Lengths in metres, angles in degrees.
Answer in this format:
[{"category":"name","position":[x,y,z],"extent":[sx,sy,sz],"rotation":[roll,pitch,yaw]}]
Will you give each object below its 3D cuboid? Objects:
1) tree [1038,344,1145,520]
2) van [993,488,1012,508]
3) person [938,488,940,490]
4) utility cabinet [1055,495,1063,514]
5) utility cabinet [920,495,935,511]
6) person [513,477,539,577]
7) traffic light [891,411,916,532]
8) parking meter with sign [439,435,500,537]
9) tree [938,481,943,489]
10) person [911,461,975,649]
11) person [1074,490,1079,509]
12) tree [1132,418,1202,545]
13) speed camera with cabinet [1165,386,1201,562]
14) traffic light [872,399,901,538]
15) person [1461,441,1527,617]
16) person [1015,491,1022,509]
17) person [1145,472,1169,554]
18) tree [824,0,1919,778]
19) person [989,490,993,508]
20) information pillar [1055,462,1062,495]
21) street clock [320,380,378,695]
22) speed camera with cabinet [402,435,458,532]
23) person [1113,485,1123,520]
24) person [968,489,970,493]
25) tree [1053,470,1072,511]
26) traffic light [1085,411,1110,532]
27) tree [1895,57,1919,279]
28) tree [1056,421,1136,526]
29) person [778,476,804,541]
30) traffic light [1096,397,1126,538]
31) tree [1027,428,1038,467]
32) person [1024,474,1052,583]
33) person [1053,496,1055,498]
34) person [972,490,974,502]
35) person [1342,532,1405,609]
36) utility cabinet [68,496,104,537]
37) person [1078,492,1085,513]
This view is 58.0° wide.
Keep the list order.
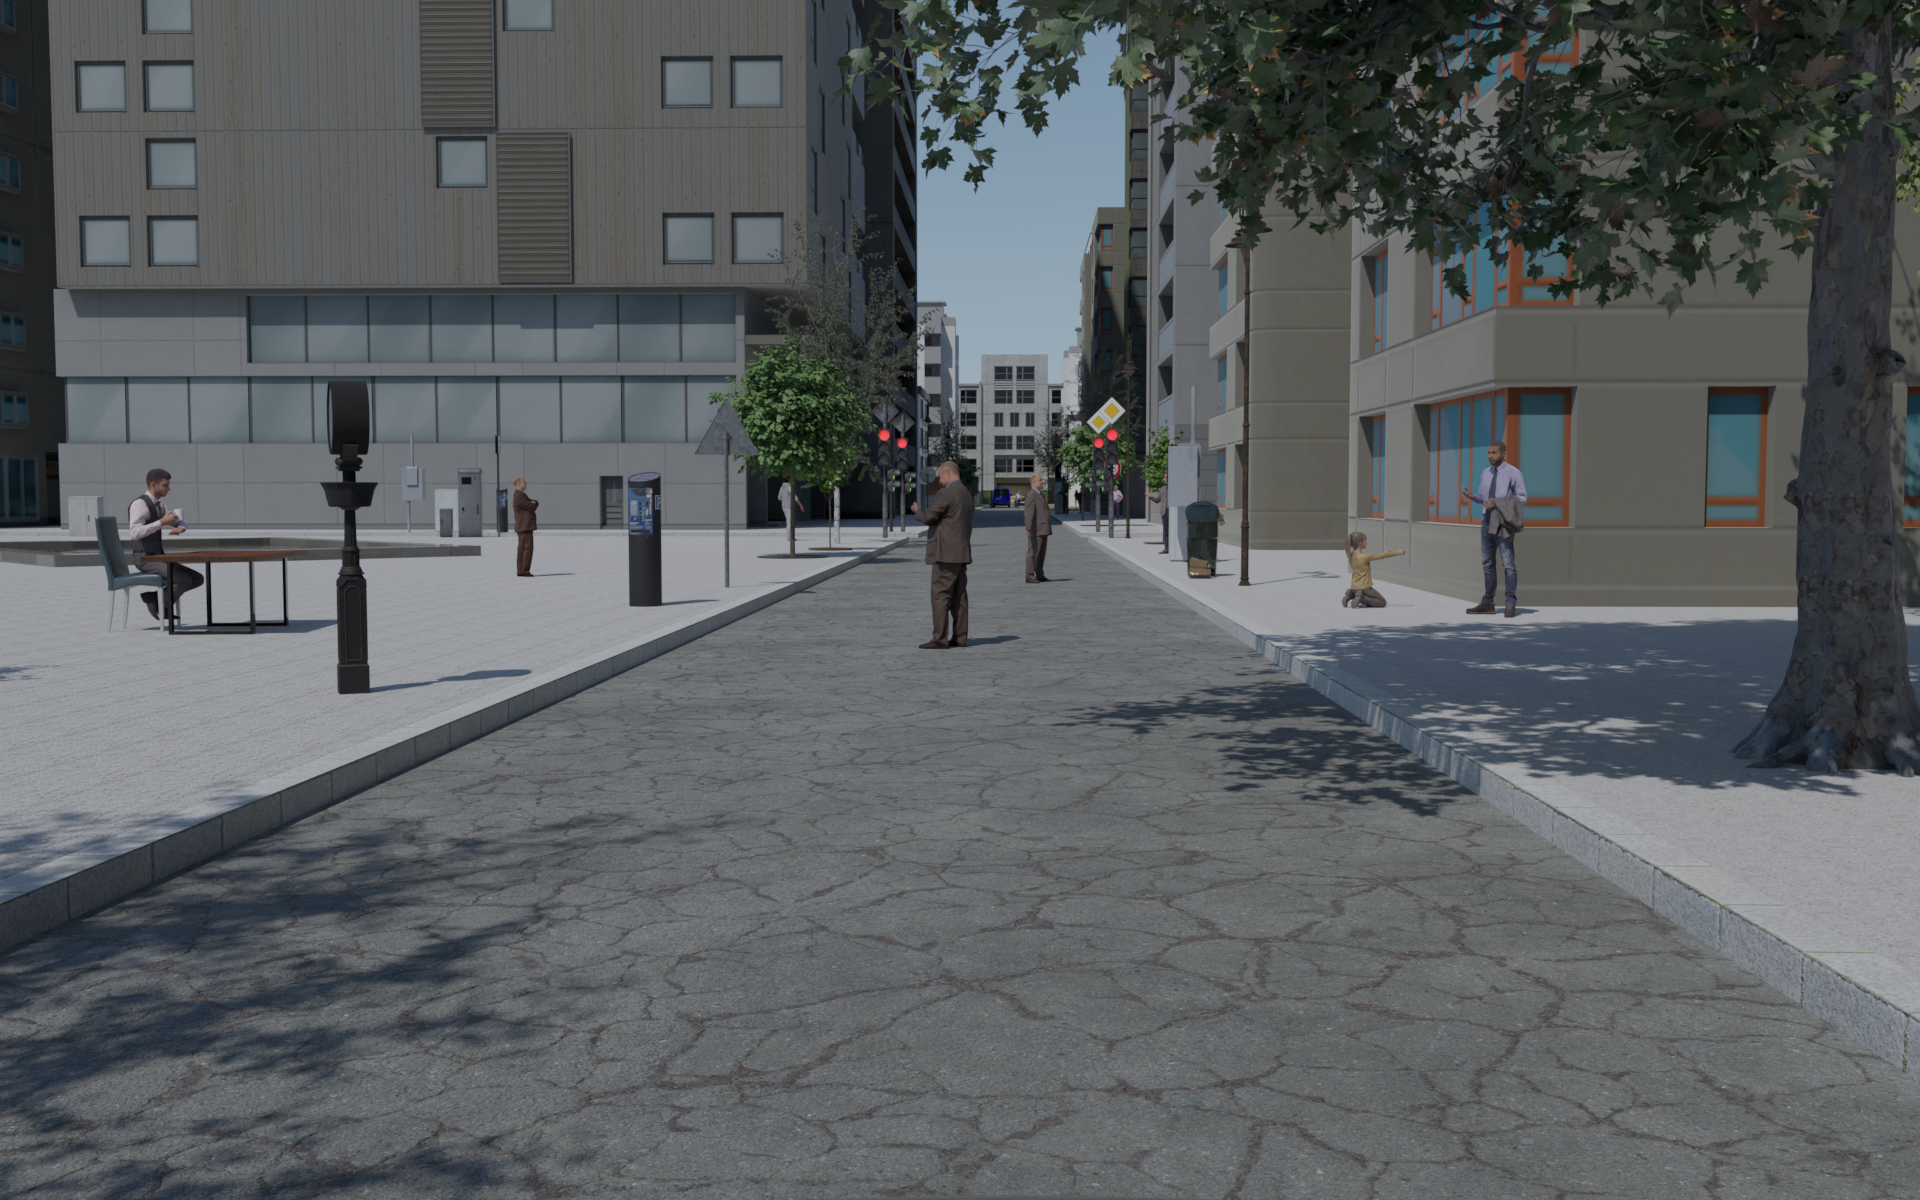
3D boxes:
[{"category":"tree","position":[6.932,-8.296,85.995],"extent":[4.360,8.622,3.978],"rotation":[0,3,0]},{"category":"van","position":[4.393,-10.952,183.444],"extent":[2.240,2.365,5.245],"rotation":[0,4,1]},{"category":"person","position":[-1.187,-5.487,97.626],"extent":[0.662,1.594,0.647],"rotation":[-1,4,-20]},{"category":"utility cabinet","position":[6.277,-6.037,109.868],"extent":[0.306,1.237,1.020],"rotation":[1,4,15]},{"category":"utility cabinet","position":[-1.433,-4.315,81.718],"extent":[0.306,1.237,1.020],"rotation":[3,5,41]},{"category":"person","position":[-6.745,-1.139,26.935],"extent":[0.388,1.546,0.482],"rotation":[0,4,-8]},{"category":"traffic light","position":[-1.909,-4.250,58.406],"extent":[0.839,4.253,0.868],"rotation":[0,4,2]},{"category":"parking meter with sign","position":[-14.541,-3.370,51.364],"extent":[1.738,3.016,0.543],"rotation":[-1,4,-8]},{"category":"tree","position":[-1.022,-8.789,138.294],"extent":[1.663,3.219,1.824],"rotation":[0,3,0]},{"category":"person","position":[-0.162,-0.428,16.191],"extent":[0.600,1.739,0.565],"rotation":[0,4,3]},{"category":"person","position":[9.815,-8.393,144.731],"extent":[0.593,1.643,0.415],"rotation":[-2,4,-33]},{"category":"tree","position":[5.211,-3.033,44.186],"extent":[1.663,3.219,1.824],"rotation":[0,3,0]},{"category":"speed camera with cabinet","position":[4.219,-2.342,32.624],"extent":[0.660,3.252,2.038],"rotation":[1,4,9]},{"category":"traffic light","position":[-2.161,-3.762,50.425],"extent":[0.839,4.253,0.868],"rotation":[0,4,2]},{"category":"person","position":[5.555,-0.749,18.159],"extent":[0.599,1.838,0.709],"rotation":[-2,4,-33]},{"category":"person","position":[5.764,-9.805,169.753],"extent":[0.756,1.711,0.436],"rotation":[-1,4,-9]},{"category":"person","position":[4.363,-1.850,36.827],"extent":[0.750,1.759,0.617],"rotation":[-3,5,-40]},{"category":"tree","position":[4.140,-5.564,7.976],"extent":[9.611,12.733,9.660],"rotation":[0,3,0]},{"category":"person","position":[3.148,-10.166,174.799],"extent":[0.705,1.814,1.350],"rotation":[-1,4,-13]},{"category":"information pillar","position":[6.923,-7.973,121.706],"extent":[0.504,3.616,0.183],"rotation":[-1,4,-17]},{"category":"street clock","position":[-3.919,-0.401,11.134],"extent":[0.358,2.002,0.471],"rotation":[-2,4,-24]},{"category":"speed camera with cabinet","position":[-17.733,-3.923,58.481],"extent":[2.038,3.252,0.660],"rotation":[0,4,-6]},{"category":"person","position":[7.660,-4.791,85.320],"extent":[0.436,1.711,0.756],"rotation":[-2,4,-30]},{"category":"person","position":[0.916,-10.628,179.839],"extent":[0.705,1.821,1.348],"rotation":[1,4,22]},{"category":"tree","position":[8.072,-8.601,135.230],"extent":[1.663,3.219,1.824],"rotation":[0,3,0]},{"category":"traffic light","position":[4.630,-4.238,58.216],"extent":[0.839,4.253,0.868],"rotation":[0,4,2]},{"category":"tree","position":[10.042,-4.023,16.141],"extent":[4.737,8.622,4.395],"rotation":[0,3,0]},{"category":"tree","position":[5.525,-5.242,69.419],"extent":[4.285,4.588,4.351],"rotation":[0,3,0]},{"category":"person","position":[-4.628,-2.530,47.562],"extent":[0.789,1.805,0.875],"rotation":[-3,5,-39]},{"category":"traffic light","position":[4.377,-3.750,50.235],"extent":[0.839,4.253,0.868],"rotation":[0,4,2]},{"category":"tree","position":[7.750,-11.642,140.711],"extent":[4.360,8.622,3.978],"rotation":[0,3,0]},{"category":"person","position":[1.295,-1.161,28.039],"extent":[0.434,1.755,0.990],"rotation":[2,4,28]},{"category":"person","position":[7.808,-8.145,139.181],"extent":[0.705,1.831,1.348],"rotation":[2,4,25]},{"category":"person","position":[1.539,-12.317,207.387],"extent":[0.705,1.831,1.348],"rotation":[-1,4,-10]},{"category":"person","position":[4.646,-0.342,19.553],"extent":[0.695,0.859,0.347],"rotation":[-1,4,-20]},{"category":"utility cabinet","position":[-26.355,-2.512,52.233],"extent":[1.020,1.237,0.306],"rotation":[1,4,11]},{"category":"person","position":[8.099,-6.623,115.244],"extent":[0.541,1.710,0.530],"rotation":[-1,4,-15]}]
